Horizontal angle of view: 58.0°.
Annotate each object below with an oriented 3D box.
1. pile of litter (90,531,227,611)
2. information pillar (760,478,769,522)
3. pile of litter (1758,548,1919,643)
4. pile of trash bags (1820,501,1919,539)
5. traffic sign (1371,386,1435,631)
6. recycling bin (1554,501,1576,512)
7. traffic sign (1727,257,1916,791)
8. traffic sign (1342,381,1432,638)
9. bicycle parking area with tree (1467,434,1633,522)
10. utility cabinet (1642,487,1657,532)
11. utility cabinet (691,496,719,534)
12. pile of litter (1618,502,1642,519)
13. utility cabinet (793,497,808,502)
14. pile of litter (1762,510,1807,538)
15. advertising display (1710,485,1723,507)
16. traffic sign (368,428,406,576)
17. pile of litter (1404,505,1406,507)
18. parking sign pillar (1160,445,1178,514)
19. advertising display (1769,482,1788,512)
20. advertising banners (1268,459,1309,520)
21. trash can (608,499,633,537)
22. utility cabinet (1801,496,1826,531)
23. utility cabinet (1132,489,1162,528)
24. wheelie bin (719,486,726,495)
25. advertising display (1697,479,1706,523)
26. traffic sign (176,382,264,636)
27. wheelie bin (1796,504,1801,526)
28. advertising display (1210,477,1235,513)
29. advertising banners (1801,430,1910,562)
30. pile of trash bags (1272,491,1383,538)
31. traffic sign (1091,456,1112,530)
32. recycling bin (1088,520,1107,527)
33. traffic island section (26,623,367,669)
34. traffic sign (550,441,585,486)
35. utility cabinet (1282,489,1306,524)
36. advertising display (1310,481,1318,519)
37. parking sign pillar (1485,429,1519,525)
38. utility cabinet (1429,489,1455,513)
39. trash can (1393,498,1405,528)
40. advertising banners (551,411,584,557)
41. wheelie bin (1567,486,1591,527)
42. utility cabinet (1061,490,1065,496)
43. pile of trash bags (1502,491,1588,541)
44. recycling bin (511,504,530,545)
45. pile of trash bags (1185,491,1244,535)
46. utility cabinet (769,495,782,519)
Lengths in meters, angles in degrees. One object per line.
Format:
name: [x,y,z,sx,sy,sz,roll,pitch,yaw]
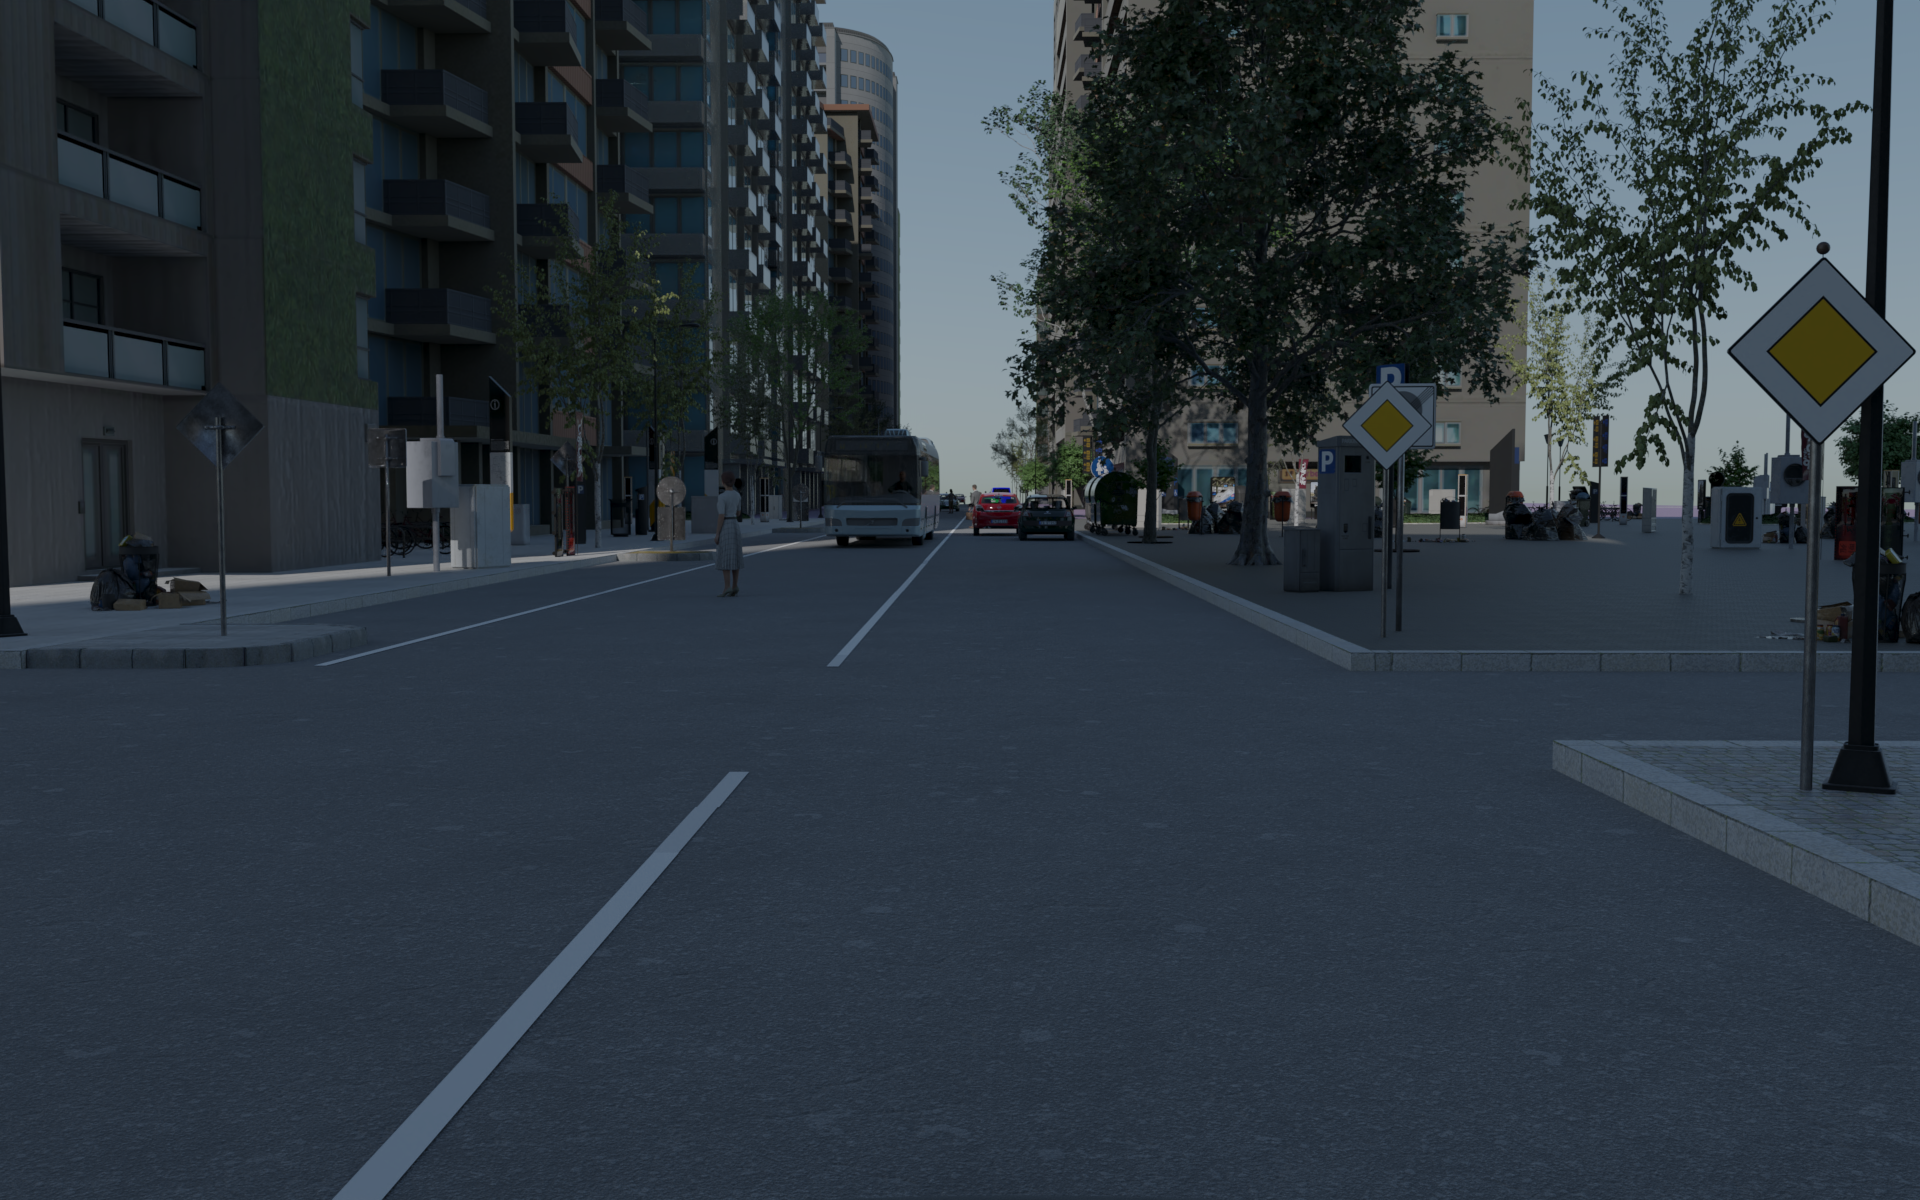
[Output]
pile of litter: [-9.132,-0.353,19.744,1.176,0.858,1.719,3,4,36]
information pillar: [-8.876,-4.536,78.661,0.304,2.012,0.304,2,4,29]
pile of litter: [8.027,-0.080,15.279,1.719,0.858,1.176,3,4,37]
pile of trash bags: [26.141,-2.408,49.115,1.912,1.369,3.447,-1,4,-23]
traffic sign: [4.104,-0.857,16.139,0.606,2.300,0.079,0,4,7]
recycling bin: [22.450,-3.172,64.417,0.722,1.027,0.722,0,4,2]
traffic sign: [3.667,-0.233,7.449,0.795,2.450,0.064,0,4,1]
traffic sign: [3.786,-0.721,15.433,0.795,2.450,0.064,0,4,1]
bicycle parking area with tree: [29.068,-6.009,85.242,9.016,4.147,8.231,3,4,38]
utility cabinet: [23.045,-3.008,57.858,0.318,1.500,1.173,2,4,29]
utility cabinet: [-8.216,-2.763,56.344,1.020,1.237,0.306,0,4,-1]
pile of litter: [34.666,-4.571,88.701,1.176,0.858,1.719,-3,5,-43]
utility cabinet: [-8.032,-4.653,87.233,0.306,1.237,1.020,-2,4,-35]
pile of litter: [21.538,-1.916,45.292,1.719,0.858,1.176,2,4,29]
advertising display: [38.409,-5.037,87.563,0.974,1.923,0.123,0,4,-7]
traffic sign: [-8.919,-1.521,26.994,0.606,2.300,0.079,0,4,3]
pile of litter: [21.196,-4.268,83.745,1.176,0.858,1.719,-3,5,-40]
parking sign pillar: [10.515,-6.145,88.935,1.447,3.967,1.447,3,4,37]
advertising display: [42.311,-5.163,89.632,0.974,1.923,0.123,1,4,9]
advertising banners: [16.300,-5.489,85.940,2.074,3.025,0.090,0,4,-8]
trash can: [-10.161,-2.459,51.858,0.748,1.137,0.748,0,3,0]
utility cabinet: [29.247,-2.948,59.354,1.020,1.237,0.306,-2,4,-32]
utility cabinet: [6.996,-3.458,65.209,1.173,1.500,0.318,2,4,30]
wheelie bin: [-9.867,-3.862,71.052,0.980,1.594,0.693,-2,4,-25]
advertising display: [32.832,-4.371,76.687,0.123,1.923,0.974,1,4,9]
traffic sign: [-6.657,-0.732,15.608,0.795,2.450,0.064,0,4,1]
wheelie bin: [34.263,-3.790,69.874,0.980,1.594,0.693,-1,4,-12]
advertising display: [9.681,-3.585,63.835,0.974,1.923,0.123,-1,4,-19]
advertising banners: [17.229,-2.281,33.476,0.090,3.025,2.074,-3,5,-44]
pile of trash bags: [11.051,-2.567,51.717,3.447,1.369,1.912,1,4,8]
traffic sign: [4.780,-3.557,58.260,0.768,2.556,0.104,0,4,6]
recycling bin: [5.451,-3.430,68.632,0.722,1.027,0.722,0,4,-2]
traffic island section: [-6.681,0.404,15.670,2.009,0.180,2.903,0,4,1]
traffic sign: [-8.528,-2.229,37.630,0.795,2.450,0.064,1,4,10]
utility cabinet: [14.232,-3.981,73.771,1.173,1.500,0.318,-3,4,-37]
advertising display: [18.137,-5.050,87.783,0.123,1.923,0.974,-2,4,-34]
parking sign pillar: [22.625,-5.108,71.994,1.447,3.967,1.447,-2,4,-26]
utility cabinet: [23.068,-4.541,82.921,1.173,1.500,0.318,3,4,37]
trash can: [16.520,-3.305,65.691,0.748,1.137,0.748,0,3,0]
advertising banners: [-8.129,-2.437,36.028,0.090,3.025,2.074,0,4,5]
wheelie bin: [24.389,-3.689,68.225,0.693,1.594,0.980,-2,4,-29]
utility cabinet: [5.362,-4.900,88.786,0.318,1.500,1.173,0,4,-3]
pile of trash bags: [16.334,-2.414,49.215,1.912,1.369,3.447,0,4,-6]
recycling bin: [-11.241,-1.896,43.553,0.722,1.027,0.722,0,4,-4]
pile of trash bags: [8.149,-2.800,55.528,1.912,1.369,3.447,2,4,33]
utility cabinet: [-9.640,-4.794,89.550,1.020,1.237,0.306,3,5,42]
